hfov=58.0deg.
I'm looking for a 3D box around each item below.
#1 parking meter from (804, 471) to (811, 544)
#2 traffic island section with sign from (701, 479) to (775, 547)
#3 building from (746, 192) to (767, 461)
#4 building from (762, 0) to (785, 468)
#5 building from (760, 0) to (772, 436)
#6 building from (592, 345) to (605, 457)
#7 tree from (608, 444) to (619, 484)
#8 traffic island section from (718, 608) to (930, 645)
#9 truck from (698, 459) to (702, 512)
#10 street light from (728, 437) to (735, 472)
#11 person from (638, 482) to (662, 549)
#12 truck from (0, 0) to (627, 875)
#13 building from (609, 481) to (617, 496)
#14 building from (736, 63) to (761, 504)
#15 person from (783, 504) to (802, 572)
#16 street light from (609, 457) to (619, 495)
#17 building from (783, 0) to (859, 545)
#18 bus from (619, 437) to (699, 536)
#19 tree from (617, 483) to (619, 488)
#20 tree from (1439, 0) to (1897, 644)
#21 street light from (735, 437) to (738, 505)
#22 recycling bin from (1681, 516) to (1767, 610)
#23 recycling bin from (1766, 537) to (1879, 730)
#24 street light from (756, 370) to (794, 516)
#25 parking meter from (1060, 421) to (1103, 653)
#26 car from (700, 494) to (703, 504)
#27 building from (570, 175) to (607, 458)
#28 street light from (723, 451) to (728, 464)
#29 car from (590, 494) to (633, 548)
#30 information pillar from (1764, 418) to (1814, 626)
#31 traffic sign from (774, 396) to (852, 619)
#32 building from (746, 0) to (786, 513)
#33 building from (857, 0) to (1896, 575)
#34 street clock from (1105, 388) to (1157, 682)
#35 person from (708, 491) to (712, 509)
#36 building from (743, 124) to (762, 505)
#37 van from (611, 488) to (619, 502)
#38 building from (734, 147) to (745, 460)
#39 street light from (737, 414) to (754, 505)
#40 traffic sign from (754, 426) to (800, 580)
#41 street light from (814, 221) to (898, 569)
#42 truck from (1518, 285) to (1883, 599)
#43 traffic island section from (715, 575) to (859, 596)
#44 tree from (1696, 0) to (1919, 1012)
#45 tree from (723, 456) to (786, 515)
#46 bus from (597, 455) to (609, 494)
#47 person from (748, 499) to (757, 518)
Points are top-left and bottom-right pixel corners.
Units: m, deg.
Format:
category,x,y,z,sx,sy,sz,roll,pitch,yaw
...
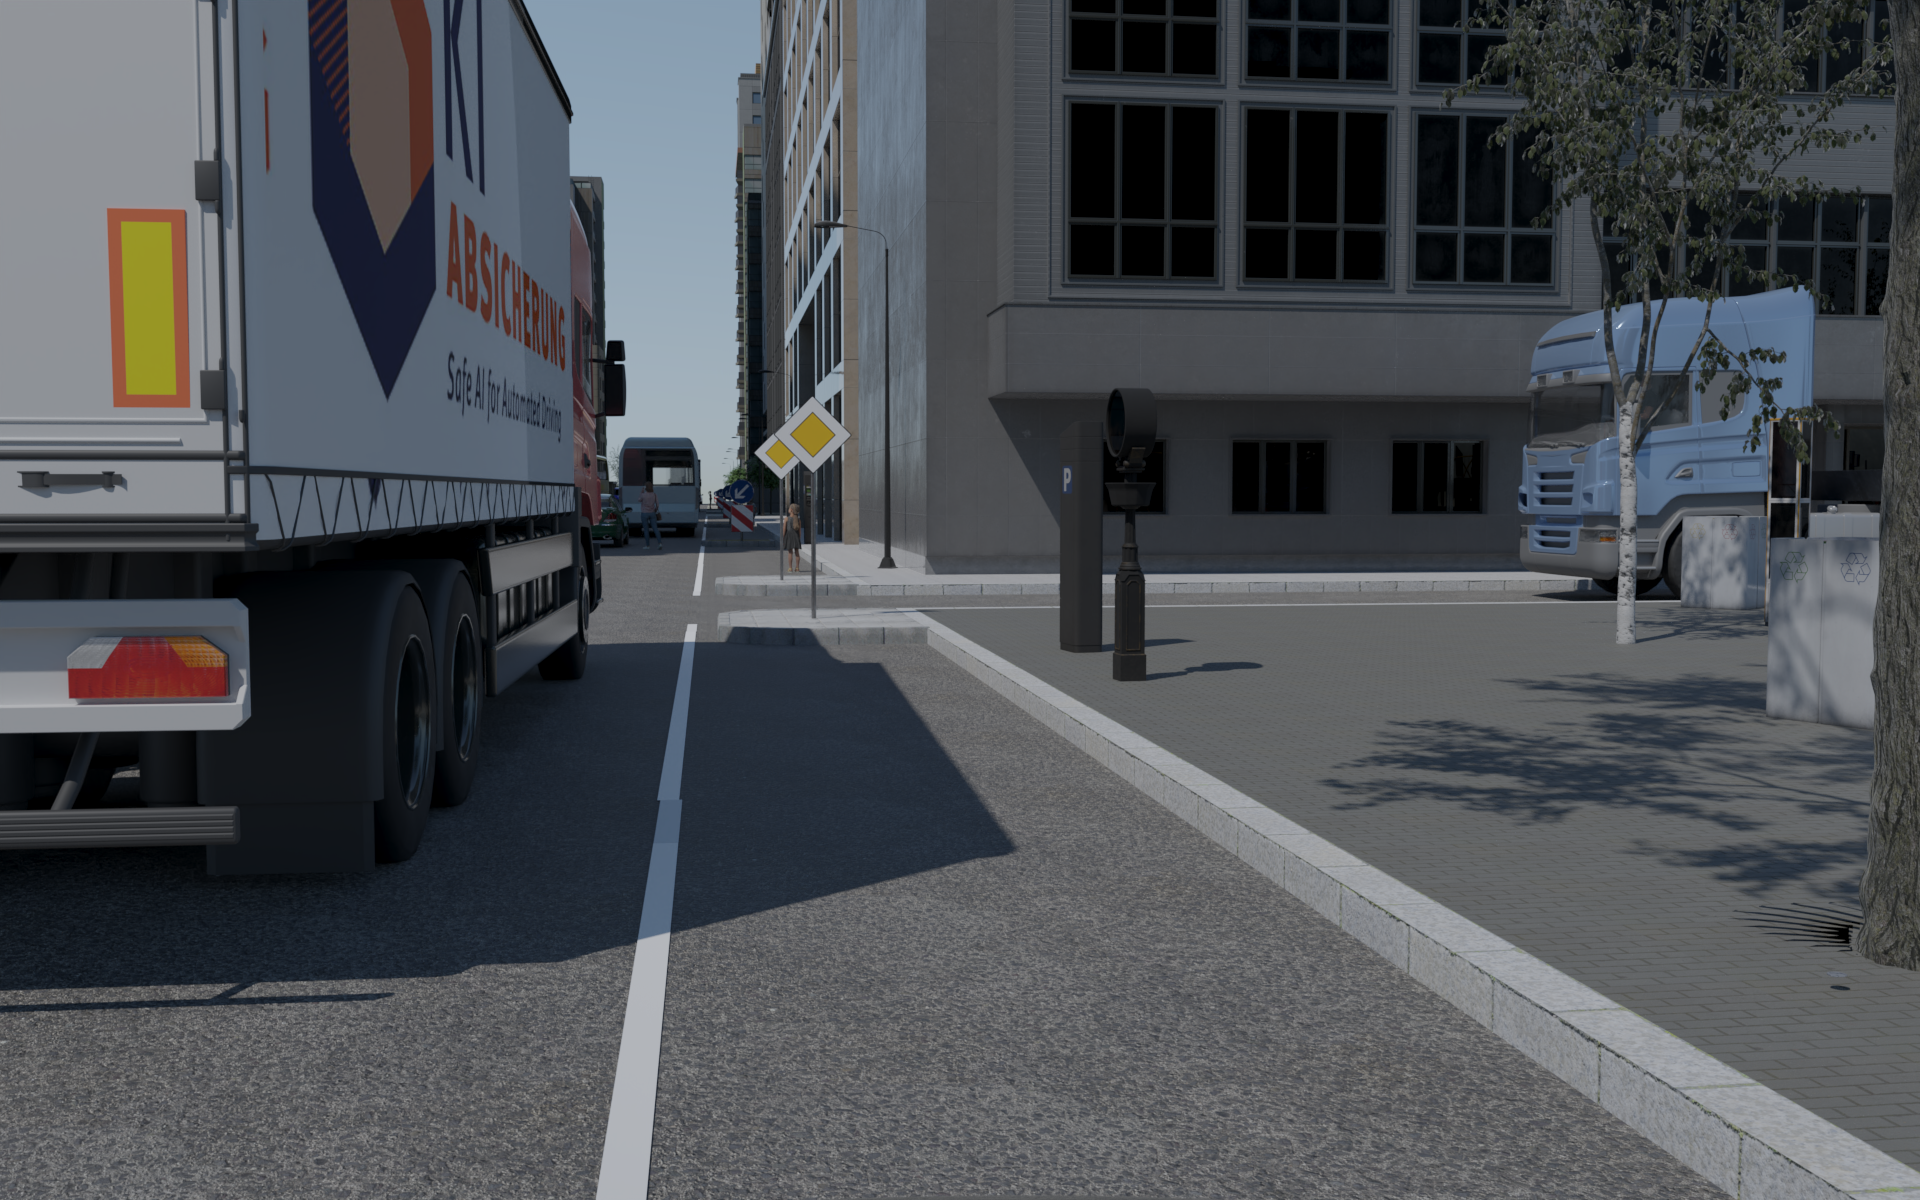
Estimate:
category,x,y,z,sx,sy,sz,roll,pitch,yaw
parking meter,-3.846,-2.355,44.219,0.255,1.863,0.399,-1,4,-11
traffic island section with sign,-6.143,-2.397,47.814,1.989,1.847,2.006,-1,4,-8
building,-13.720,-24.299,168.984,14.160,30.474,14.107,-1,4,-8
building,-2.617,-18.101,89.459,14.314,27.812,24.014,-1,4,-8
building,-3.177,-34.227,148.845,28.713,52.752,27.495,-1,4,-8
building,-54.748,-21.328,193.758,27.650,21.520,28.899,-1,4,-8
tree,-50.314,-18.725,256.522,4.360,8.622,3.978,0,3,0
traffic island section,-1.487,0.270,17.869,2.009,0.180,2.903,-1,4,-8
truck,-22.915,-9.510,144.399,2.839,4.237,11.283,-1,4,-9
street light,-17.848,-10.287,140.725,1.470,5.913,1.316,-1,4,-8
person,-7.965,-2.181,44.743,0.593,1.750,0.643,-2,4,-31
truck,-3.675,-1.281,9.859,2.839,4.237,11.283,0,4,-7
building,-63.226,-33.173,234.257,32.217,40.220,23.993,-1,4,-8
building,-20.756,-43.006,245.148,21.231,58.520,28.212,-1,4,-8
person,-3.091,-1.138,31.781,0.362,1.253,0.373,-1,4,-22
street light,-43.516,-14.979,217.447,1.470,5.913,1.316,-1,4,-8
building,4.150,-15.696,61.146,19.350,26.468,34.151,-1,4,-8
bus,-10.895,-4.137,62.496,2.948,3.499,13.247,-1,4,-10
tree,-49.755,-15.689,251.115,1.663,3.219,1.824,0,3,0
tree,5.743,-3.916,14.391,4.360,8.622,3.978,0,3,0
street light,-12.756,-8.129,105.442,1.470,5.913,1.316,-1,4,-8
recycling bin,8.643,-0.429,19.566,0.722,1.027,0.722,3,5,45
recycling bin,5.110,0.167,9.817,0.722,1.027,0.722,-2,4,-30
street light,-6.835,-5.653,64.962,1.470,5.913,1.316,-1,4,-8
parking meter,0.987,-0.515,14.128,0.255,1.863,0.399,-1,4,-17
car,-37.148,-14.323,242.845,2.281,1.827,5.304,0,4,-7
building,-51.706,-32.561,215.961,14.154,41.232,14.086,-1,4,-8
street light,-24.547,-13.114,186.948,1.470,5.913,1.316,-1,4,-8
car,-10.135,-2.199,47.752,2.131,1.459,4.920,0,4,-8
information pillar,8.044,-0.754,16.814,0.304,2.012,0.304,-3,5,-44
traffic sign,-1.509,-0.865,17.789,0.795,2.450,0.064,-1,4,-8
building,-4.996,-41.911,123.493,20.563,71.187,20.611,-1,4,-8
building,13.440,-13.153,34.124,30.058,24.678,14.314,-1,4,-8
street clock,1.168,-0.448,11.889,0.358,2.002,0.471,-1,4,-12
person,-23.958,-9.639,166.815,0.721,1.743,1.217,0,4,-3
building,-17.293,-31.290,195.187,14.154,41.232,14.086,-1,4,-8
van,-30.828,-9.469,159.198,2.240,2.365,5.245,0,4,-7
building,-16.929,-34.400,217.070,22.147,44.769,28.867,-1,4,-8
street light,-11.963,-7.810,100.240,1.470,5.913,1.316,-1,4,-8
traffic sign,-2.652,-1.349,25.692,0.795,2.450,0.064,-1,4,-8
street light,-1.787,-3.494,29.672,1.470,5.913,1.316,-1,4,-8
truck,16.511,-2.092,23.968,18.799,4.110,2.967,0,4,-6
traffic island section,-2.629,-0.214,25.773,2.009,0.180,2.903,-1,4,-8
tree,2.748,-4.823,4.612,9.928,11.665,9.643,0,3,0
tree,-11.853,-7.664,109.016,4.285,4.588,4.351,0,3,0
bus,-20.678,-6.216,93.182,2.896,3.916,12.252,0,4,-7
person,-8.657,-3.612,72.238,0.352,1.250,0.332,-1,4,-22
